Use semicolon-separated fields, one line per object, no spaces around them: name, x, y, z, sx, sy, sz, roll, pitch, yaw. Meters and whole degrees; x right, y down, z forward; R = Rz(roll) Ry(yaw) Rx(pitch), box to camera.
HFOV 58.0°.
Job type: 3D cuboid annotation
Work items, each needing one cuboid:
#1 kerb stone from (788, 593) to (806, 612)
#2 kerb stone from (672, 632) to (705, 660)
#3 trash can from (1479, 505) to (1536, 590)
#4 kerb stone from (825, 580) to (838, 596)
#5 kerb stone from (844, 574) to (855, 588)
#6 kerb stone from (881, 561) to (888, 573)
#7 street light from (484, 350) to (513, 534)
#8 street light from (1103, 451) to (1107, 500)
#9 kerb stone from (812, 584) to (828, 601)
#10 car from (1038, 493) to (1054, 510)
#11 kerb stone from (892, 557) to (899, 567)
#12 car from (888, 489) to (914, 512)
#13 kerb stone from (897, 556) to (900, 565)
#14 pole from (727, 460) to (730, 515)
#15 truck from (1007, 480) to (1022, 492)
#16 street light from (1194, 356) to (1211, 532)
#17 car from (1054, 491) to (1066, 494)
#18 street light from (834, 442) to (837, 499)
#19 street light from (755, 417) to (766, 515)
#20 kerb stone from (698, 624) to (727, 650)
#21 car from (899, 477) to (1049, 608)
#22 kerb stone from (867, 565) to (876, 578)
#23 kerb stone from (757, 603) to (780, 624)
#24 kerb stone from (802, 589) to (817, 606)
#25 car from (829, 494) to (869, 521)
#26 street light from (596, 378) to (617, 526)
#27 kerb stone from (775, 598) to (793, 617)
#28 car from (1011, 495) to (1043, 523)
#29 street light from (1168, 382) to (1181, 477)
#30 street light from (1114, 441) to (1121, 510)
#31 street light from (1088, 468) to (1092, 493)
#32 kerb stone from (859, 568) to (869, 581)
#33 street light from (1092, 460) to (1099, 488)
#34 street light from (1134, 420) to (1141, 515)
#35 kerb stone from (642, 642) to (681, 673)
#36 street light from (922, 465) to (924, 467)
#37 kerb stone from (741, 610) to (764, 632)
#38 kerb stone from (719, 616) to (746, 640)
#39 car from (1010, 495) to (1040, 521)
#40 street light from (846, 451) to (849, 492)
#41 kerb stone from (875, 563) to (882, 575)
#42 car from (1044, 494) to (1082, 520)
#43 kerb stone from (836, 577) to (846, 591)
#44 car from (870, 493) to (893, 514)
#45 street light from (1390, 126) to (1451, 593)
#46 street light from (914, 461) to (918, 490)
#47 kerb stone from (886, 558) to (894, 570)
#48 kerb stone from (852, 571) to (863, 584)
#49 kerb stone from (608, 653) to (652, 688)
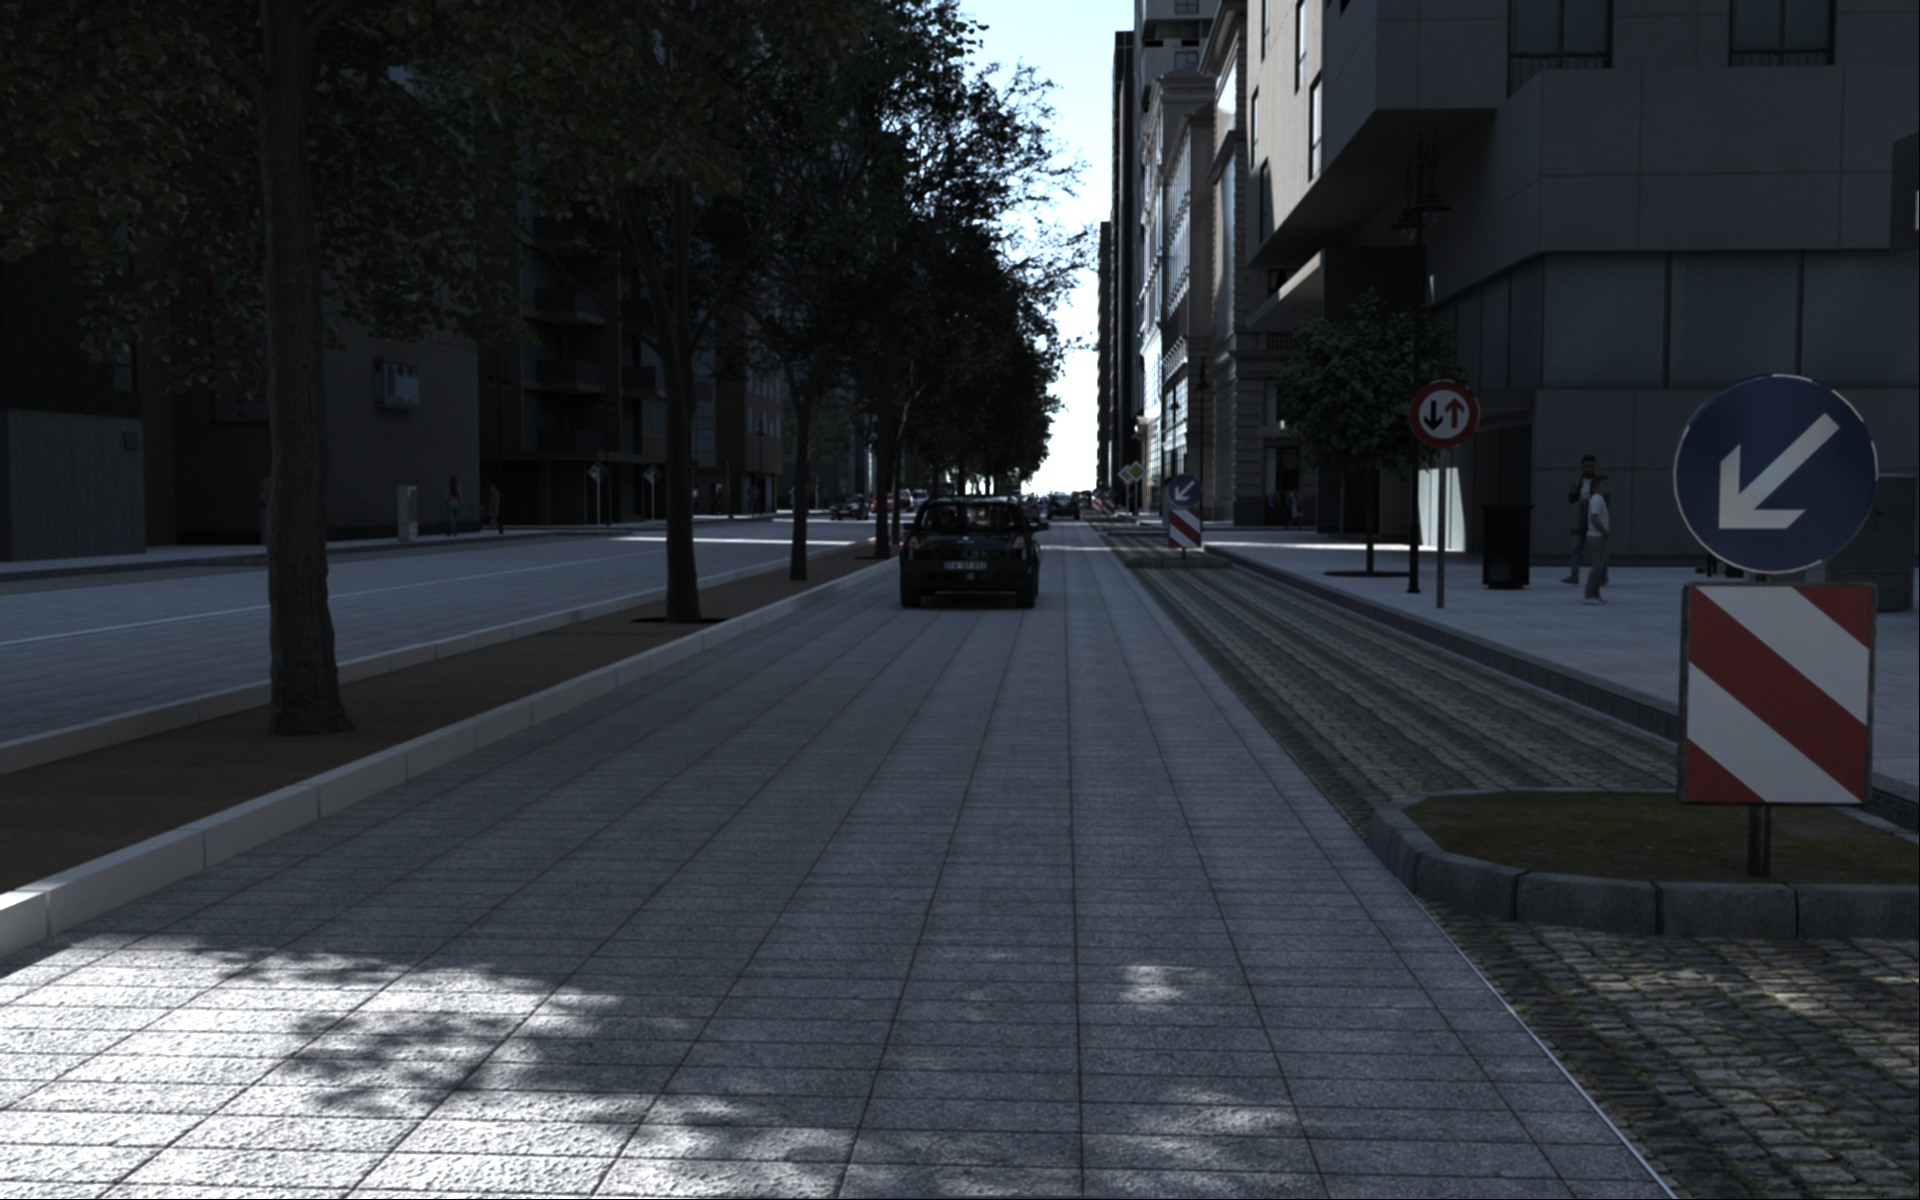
kerb stone;-2.072;0.046;21.445;0.120;0.150;1.000;0;4;3
kerb stone;-2.441;0.425;15.311;0.120;0.150;1.000;0;4;3
trash can;7.391;-0.720;23.421;0.748;1.137;0.748;0;3;0
kerb stone;-1.893;-0.143;24.527;0.120;0.150;1.000;0;4;3
kerb stone;-1.771;-0.266;26.580;0.120;0.150;1.000;0;4;3
kerb stone;-1.469;-0.581;31.702;0.120;0.150;1.000;0;4;3
street light;-14.778;-5.065;55.608;0.468;5.910;1.993;0;4;3
street light;15.276;-12.842;182.761;0.468;5.910;1.993;0;4;3
kerb stone;-1.948;-0.080;23.496;0.120;0.150;1.000;0;4;3
car;7.718;-8.611;150.382;1.945;1.707;3.694;0;4;5
kerb stone;-1.354;-0.706;33.744;0.120;0.150;1.000;0;4;3
car;-4.848;-7.939;138.483;2.281;1.827;5.304;0;4;2
kerb stone;-1.291;-0.769;34.765;0.120;0.150;1.000;0;4;3
pole;-13.926;-6.760;104.361;0.158;3.312;0.155;0;3;0
truck;8.693;-17.931;282.088;2.839;4.237;11.283;0;4;3
street light;8.142;-5.233;58.349;0.468;5.910;1.993;0;4;3
car;12.471;-12.748;217.108;2.281;1.827;5.304;0;4;2
street light;-10.011;-10.163;138.960;0.468;5.910;1.993;0;4;3
street light;-11.979;-8.033;104.126;0.468;5.910;1.993;0;4;3
kerb stone;-2.374;0.358;16.337;0.120;0.150;1.000;0;4;3
car;0.187;-0.821;23.208;2.009;1.686;4.222;0;4;3
kerb stone;-1.593;-0.457;29.662;0.120;0.150;1.000;0;4;3
kerb stone;-2.189;0.171;19.399;0.120;0.150;1.000;0;4;3
kerb stone;-2.014;-0.013;22.474;0.120;0.150;1.000;0;4;3
car;-6.018;-5.159;94.137;2.009;1.686;4.222;0;4;4
street light;-14.111;-5.903;69.302;0.468;5.910;1.993;0;4;3
kerb stone;-2.133;0.111;20.424;0.120;0.150;1.000;0;4;3
car;3.158;-4.577;86.842;2.014;1.417;4.499;0;4;3
street light;8.851;-6.044;71.604;0.468;5.910;1.993;0;4;3
street light;13.322;-10.712;147.927;0.468;5.910;1.993;0;4;3
street light;20.204;-17.912;265.648;0.468;5.910;1.993;0;4;3
kerb stone;-1.656;-0.394;28.634;0.120;0.150;1.000;0;4;3
street light;18.147;-15.741;230.148;0.468;5.910;1.993;0;4;3
street light;10.940;-8.177;106.484;0.468;5.910;1.993;0;4;3
kerb stone;-2.495;0.484;14.290;0.120;0.150;1.000;0;4;3
street light;-4.763;-15.594;227.750;0.468;5.910;1.993;0;4;3
kerb stone;-2.253;0.237;18.378;0.120;0.150;1.000;0;4;3
kerb stone;-2.321;0.296;17.358;0.120;0.150;1.000;0;4;3
car;3.277;-4.891;91.975;2.014;1.417;4.499;0;4;4
street light;-9.541;-10.555;145.367;0.468;5.910;1.993;0;4;3
kerb stone;-1.536;-0.519;30.682;0.120;0.150;1.000;0;4;3
car;5.802;-5.240;97.468;2.131;1.459;4.920;0;4;2
kerb stone;-1.842;-0.201;25.553;0.120;0.150;1.000;0;4;3
car;-5.464;-7.163;126.152;2.155;1.783;4.494;0;4;1
street light;5.883;-3.027;22.287;0.468;5.910;1.993;0;4;3
street light;-5.406;-14.831;215.267;0.468;5.910;1.993;0;4;3
kerb stone;-1.405;-0.644;32.723;0.120;0.150;1.000;0;4;3
kerb stone;-1.711;-0.329;27.609;0.120;0.150;1.000;0;4;3
kerb stone;-2.556;0.546;13.268;0.120;0.150;1.000;0;4;3
